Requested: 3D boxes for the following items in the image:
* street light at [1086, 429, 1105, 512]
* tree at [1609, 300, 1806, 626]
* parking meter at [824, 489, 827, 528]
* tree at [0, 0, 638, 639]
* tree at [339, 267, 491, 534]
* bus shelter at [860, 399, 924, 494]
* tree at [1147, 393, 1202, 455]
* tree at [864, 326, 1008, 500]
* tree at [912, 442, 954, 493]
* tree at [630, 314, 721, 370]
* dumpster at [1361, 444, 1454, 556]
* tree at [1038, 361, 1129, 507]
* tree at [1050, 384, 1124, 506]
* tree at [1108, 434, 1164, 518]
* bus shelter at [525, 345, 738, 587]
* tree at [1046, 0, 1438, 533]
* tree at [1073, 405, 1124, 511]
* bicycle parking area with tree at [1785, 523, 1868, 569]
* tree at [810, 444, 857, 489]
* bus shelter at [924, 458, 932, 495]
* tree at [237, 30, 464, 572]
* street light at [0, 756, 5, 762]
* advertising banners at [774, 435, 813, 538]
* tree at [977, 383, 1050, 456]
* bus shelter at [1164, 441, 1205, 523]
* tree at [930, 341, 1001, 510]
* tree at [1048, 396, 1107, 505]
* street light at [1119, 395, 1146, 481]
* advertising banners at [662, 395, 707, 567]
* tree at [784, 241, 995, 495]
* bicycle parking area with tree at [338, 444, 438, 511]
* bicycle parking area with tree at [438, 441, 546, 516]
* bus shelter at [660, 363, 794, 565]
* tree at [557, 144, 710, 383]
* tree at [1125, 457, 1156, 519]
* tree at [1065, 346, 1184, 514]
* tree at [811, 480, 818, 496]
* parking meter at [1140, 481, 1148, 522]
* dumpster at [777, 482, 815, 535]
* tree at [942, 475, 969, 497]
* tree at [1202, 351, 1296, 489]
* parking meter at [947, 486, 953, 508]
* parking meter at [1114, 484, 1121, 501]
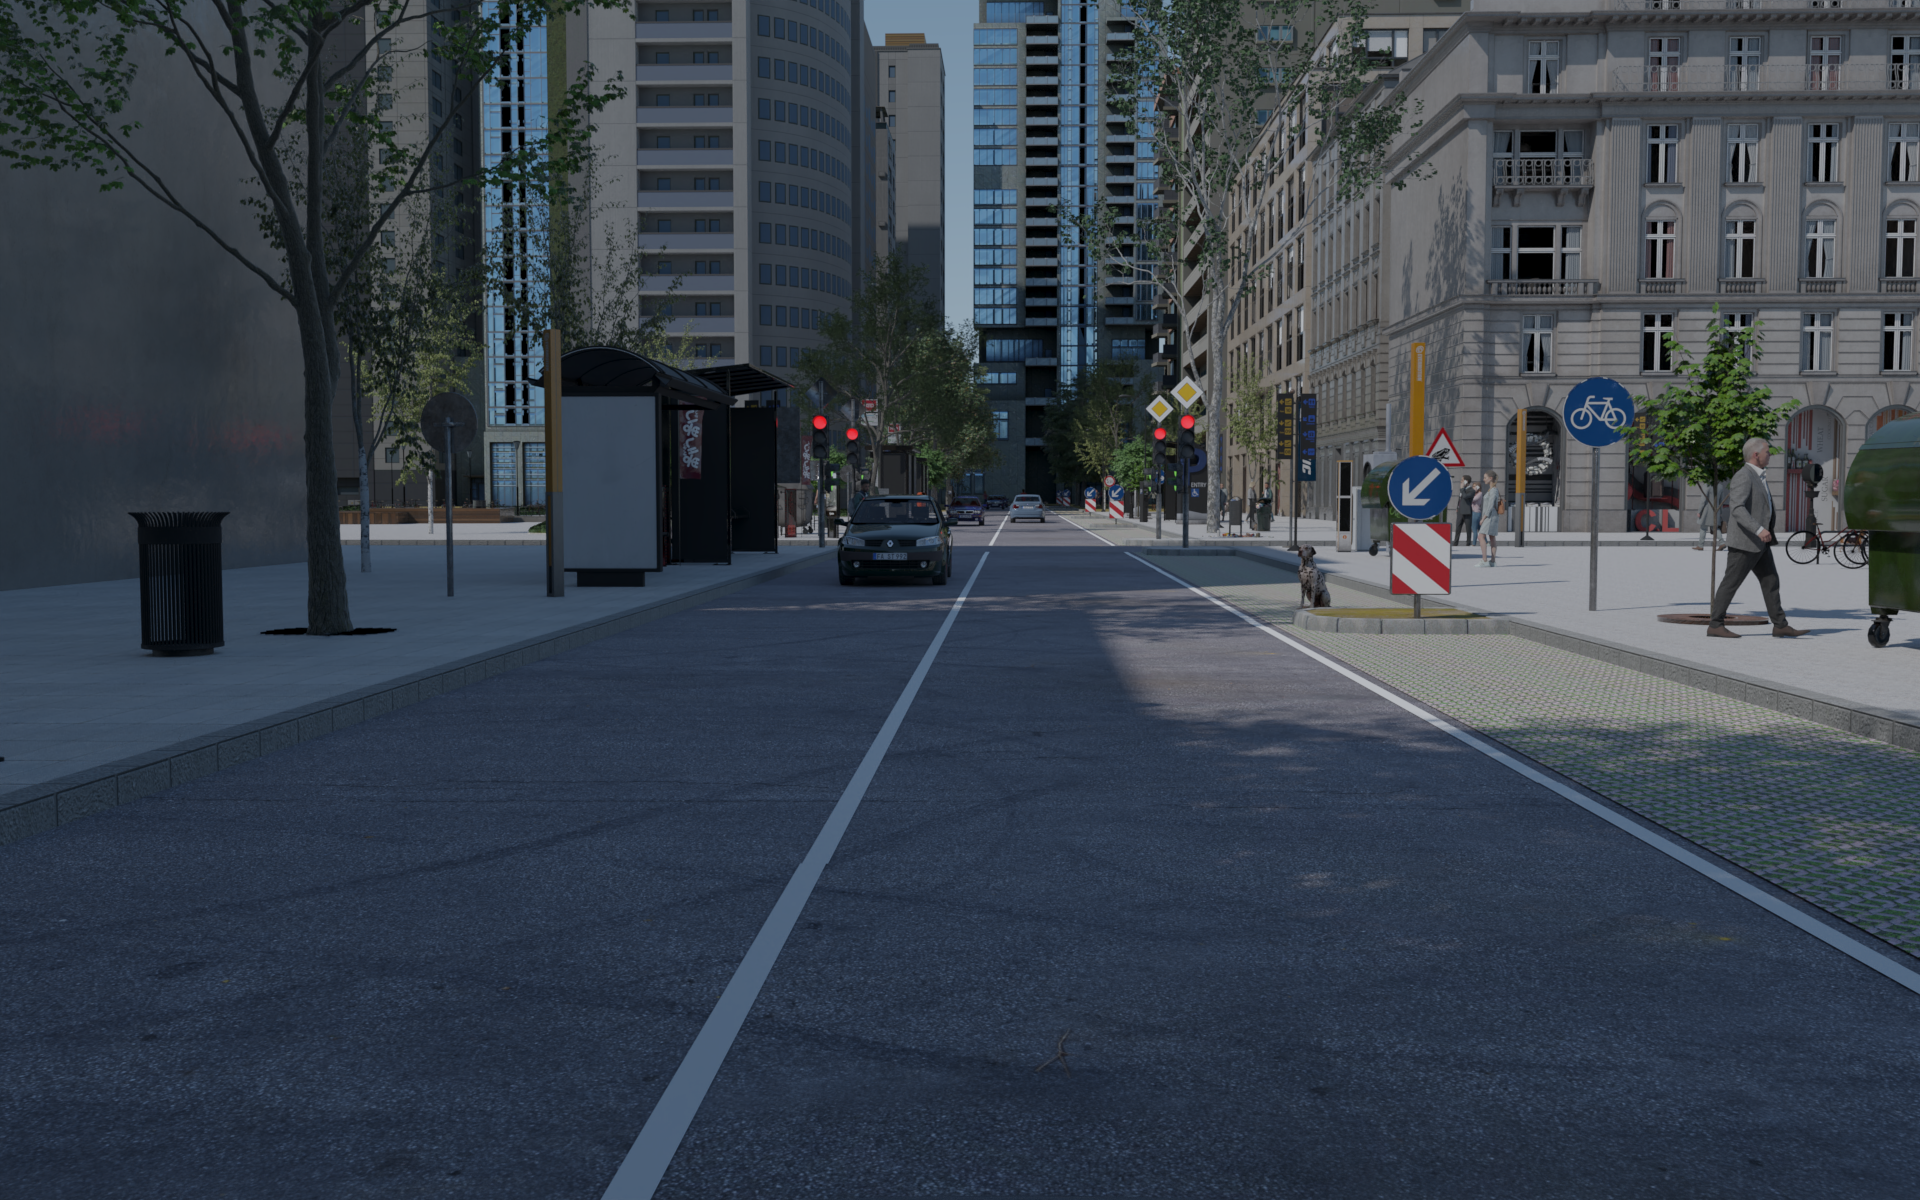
[{"bbox_3d":[9.693,-9.240,123.622,1.470,5.913,1.316,0,4,2],"label":"street light"},{"bbox_3d":[7.597,-1.394,17.394,1.663,3.219,1.824,0,3,0],"label":"tree"},{"bbox_3d":[-5.018,-3.498,65.600,0.372,1.533,0.369,0,3,0],"label":"parking meter"},{"bbox_3d":[-5.928,-5.497,15.630,9.928,11.665,9.643,0,3,0],"label":"tree"},{"bbox_3d":[-17.277,-6.431,55.512,4.737,8.622,4.395,0,3,0],"label":"tree"},{"bbox_3d":[-3.017,-5.992,75.607,2.179,5.291,8.768,0,4,2],"label":"bus shelter"},{"bbox_3d":[15.254,-10.377,120.025,4.737,8.622,4.395,0,3,0],"label":"tree"},{"bbox_3d":[-1.617,-12.096,114.777,9.611,12.733,9.660,0,3,0],"label":"tree"},{"bbox_3d":[-2.067,-7.608,108.106,4.285,4.588,4.351,0,3,0],"label":"tree"},{"bbox_3d":[-11.690,-7.415,71.596,4.737,8.622,4.395,0,3,0],"label":"tree"},{"bbox_3d":[9.009,-1.981,34.888,1.502,2.255,1.985,0,4,2],"label":"dumpster"},{"bbox_3d":[11.954,-15.950,167.444,9.857,13.997,8.962,0,3,0],"label":"tree"},{"bbox_3d":[13.004,-16.968,187.803,12.009,13.543,11.850,0,3,0],"label":"tree"},{"bbox_3d":[9.617,-6.756,94.179,4.285,4.588,4.351,0,3,0],"label":"tree"},{"bbox_3d":[-4.815,-1.984,26.368,2.014,3.302,5.546,0,4,2],"label":"bus shelter"},{"bbox_3d":[9.202,-12.333,57.526,12.611,20.169,13.585,0,3,0],"label":"tree"},{"bbox_3d":[10.947,-11.182,133.183,4.737,8.622,4.395,0,3,0],"label":"tree"},{"bbox_3d":[19.006,-2.514,28.111,9.016,4.147,8.231,1,4,10],"label":"bicycle parking area with tree"},{"bbox_3d":[-8.417,-7.953,113.740,4.285,4.588,4.351,0,3,0],"label":"tree"},{"bbox_3d":[-2.926,-7.535,100.834,2.179,5.291,8.768,0,4,2],"label":"bus shelter"},{"bbox_3d":[-9.504,-4.755,28.101,4.360,8.622,3.978,0,3,0],"label":"tree"},{"bbox_3d":[-4.228,-2.173,8.067,1.470,5.913,1.316,0,4,2],"label":"street light"},{"bbox_3d":[-5.007,-3.348,50.934,0.090,3.025,2.074,3,4,37],"label":"advertising banners"},{"bbox_3d":[-1.034,-14.478,147.079,12.009,13.543,11.850,0,3,0],"label":"tree"},{"bbox_3d":[10.131,-5.403,79.615,1.731,3.624,6.357,0,4,2],"label":"bus shelter"},{"bbox_3d":[-0.836,-12.807,127.521,7.486,12.596,7.792,0,3,0],"label":"tree"},{"bbox_3d":[13.843,-17.169,198.838,7.486,12.596,7.792,0,3,0],"label":"tree"},{"bbox_3d":[8.145,-6.642,81.144,1.470,5.913,1.316,0,4,2],"label":"street light"},{"bbox_3d":[-5.428,-2.091,30.377,2.074,3.025,0.090,-2,4,-24],"label":"advertising banners"},{"bbox_3d":[-3.080,-7.934,64.136,7.601,10.594,8.767,3,4,38],"label":"tree"},{"bbox_3d":[-32.489,-6.471,92.796,8.231,4.147,9.016,1,4,12],"label":"bicycle parking area with tree"},{"bbox_3d":[-21.376,-6.445,92.383,8.231,4.147,9.016,3,4,37],"label":"bicycle parking area with tree"},{"bbox_3d":[-4.530,-2.625,34.208,1.731,3.624,6.357,0,4,2],"label":"bus shelter"},{"bbox_3d":[-8.035,-5.262,36.399,4.360,8.622,3.978,0,3,0],"label":"tree"},{"bbox_3d":[9.182,-5.731,88.302,1.663,3.219,1.824,0,3,0],"label":"tree"},{"bbox_3d":[10.312,-10.613,107.938,8.767,10.594,7.601,2,4,28],"label":"tree"},{"bbox_3d":[-9.081,-6.989,108.867,1.663,3.219,1.824,0,3,0],"label":"tree"},{"bbox_3d":[8.342,-4.457,78.589,0.255,1.863,0.399,-1,4,-21],"label":"parking meter"},{"bbox_3d":[-5.384,-3.043,55.519,1.264,1.857,1.865,0,4,2],"label":"dumpster"},{"bbox_3d":[-0.504,-13.587,172.503,4.360,8.622,3.978,0,3,0],"label":"tree"},{"bbox_3d":[15.107,-8.457,88.629,4.737,8.622,4.395,0,3,0],"label":"tree"},{"bbox_3d":[-0.685,-7.061,121.162,0.399,1.863,0.255,1,4,17],"label":"parking meter"},{"bbox_3d":[9.234,-5.859,101.500,0.255,1.863,0.399,-2,4,-29],"label":"parking meter"}]
